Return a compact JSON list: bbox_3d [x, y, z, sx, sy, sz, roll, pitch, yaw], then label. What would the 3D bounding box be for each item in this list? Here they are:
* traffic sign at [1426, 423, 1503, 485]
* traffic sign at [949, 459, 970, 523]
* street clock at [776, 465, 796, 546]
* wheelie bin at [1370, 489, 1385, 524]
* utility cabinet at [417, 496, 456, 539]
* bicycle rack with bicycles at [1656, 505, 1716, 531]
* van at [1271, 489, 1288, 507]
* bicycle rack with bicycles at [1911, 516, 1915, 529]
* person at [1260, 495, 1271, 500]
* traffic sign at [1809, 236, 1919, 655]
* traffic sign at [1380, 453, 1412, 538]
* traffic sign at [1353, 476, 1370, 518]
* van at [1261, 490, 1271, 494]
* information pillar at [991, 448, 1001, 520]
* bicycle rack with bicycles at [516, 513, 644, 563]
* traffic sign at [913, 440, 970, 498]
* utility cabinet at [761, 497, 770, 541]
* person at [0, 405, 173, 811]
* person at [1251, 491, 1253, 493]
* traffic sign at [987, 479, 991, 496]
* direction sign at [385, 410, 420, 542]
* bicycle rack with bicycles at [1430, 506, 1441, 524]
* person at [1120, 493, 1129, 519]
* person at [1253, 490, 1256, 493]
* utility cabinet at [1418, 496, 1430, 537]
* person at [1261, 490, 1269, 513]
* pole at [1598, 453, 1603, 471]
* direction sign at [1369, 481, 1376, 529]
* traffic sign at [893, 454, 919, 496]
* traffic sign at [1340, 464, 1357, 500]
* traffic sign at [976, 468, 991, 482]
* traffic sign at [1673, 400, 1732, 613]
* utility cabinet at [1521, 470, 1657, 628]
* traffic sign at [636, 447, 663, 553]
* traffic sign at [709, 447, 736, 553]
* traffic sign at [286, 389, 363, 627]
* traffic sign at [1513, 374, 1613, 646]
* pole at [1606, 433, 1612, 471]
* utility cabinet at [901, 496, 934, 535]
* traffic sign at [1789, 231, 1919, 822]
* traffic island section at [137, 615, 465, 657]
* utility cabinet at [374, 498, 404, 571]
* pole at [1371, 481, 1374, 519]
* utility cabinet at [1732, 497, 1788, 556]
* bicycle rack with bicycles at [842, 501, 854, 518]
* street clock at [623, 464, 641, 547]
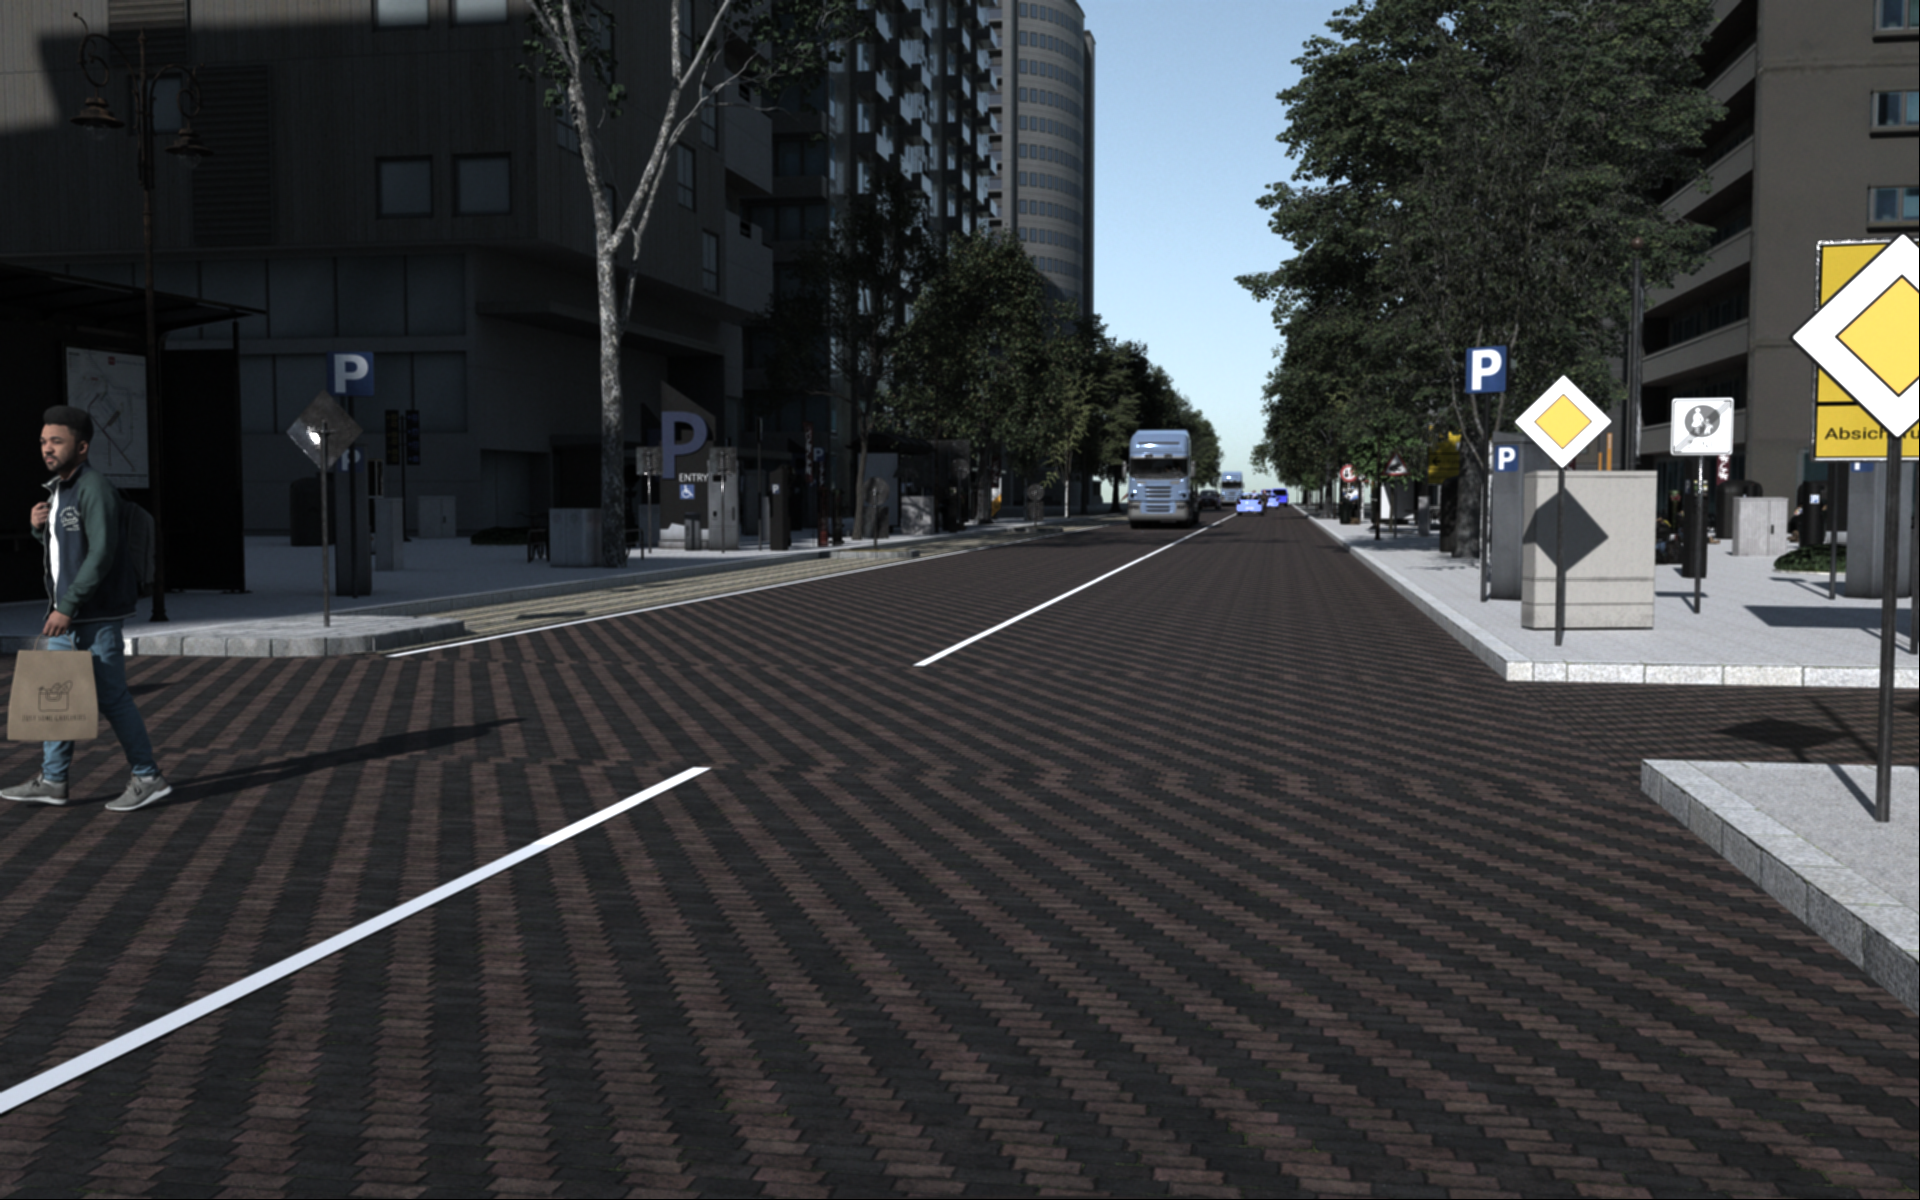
[{"bbox_3d":[14.608,-3.426,49.890,2.265,3.308,0.079,1,4,13],"label":"traffic sign"},{"bbox_3d":[-0.028,-3.795,62.149,0.768,2.556,0.104,1,4,11],"label":"traffic sign"},{"bbox_3d":[-4.296,-2.334,42.737,0.471,2.002,0.358,-2,4,-32],"label":"street clock"},{"bbox_3d":[18.328,-4.135,75.521,0.980,1.594,0.693,3,4,38],"label":"wheelie bin"},{"bbox_3d":[-15.014,-2.358,49.714,1.020,1.237,0.306,-2,4,-24],"label":"utility cabinet"},{"bbox_3d":[24.410,-2.788,58.959,2.852,0.926,2.925,-2,4,-28],"label":"bicycle rack with bicycles"},{"bbox_3d":[36.183,-11.754,196.555,2.240,2.365,5.245,1,4,8],"label":"van"},{"bbox_3d":[29.040,-2.379,52.271,2.852,0.926,2.925,-2,4,-24],"label":"bicycle rack with bicycles"},{"bbox_3d":[27.687,-9.086,157.771,1.217,1.735,0.721,1,4,16],"label":"person"},{"bbox_3d":[7.939,-1.210,13.651,2.265,3.308,0.079,1,4,18],"label":"traffic sign"},{"bbox_3d":[12.625,-3.068,50.166,0.884,2.594,0.081,1,4,20],"label":"traffic sign"},{"bbox_3d":[17.282,-4.588,75.016,0.884,2.594,0.081,1,4,17],"label":"traffic sign"},{"bbox_3d":[42.025,-14.182,236.267,2.240,2.365,5.245,1,4,12],"label":"van"},{"bbox_3d":[1.806,-5.831,86.688,0.504,3.616,0.183,-1,4,-12],"label":"information pillar"},{"bbox_3d":[-7.277,-1.200,32.999,2.852,0.926,2.925,0,4,2],"label":"bicycle rack with bicycles"},{"bbox_3d":[-0.719,-4.373,65.376,2.265,3.308,0.079,1,4,18],"label":"traffic sign"},{"bbox_3d":[-5.238,-2.217,47.406,0.306,1.237,1.020,0,4,2],"label":"utility cabinet"},{"bbox_3d":[-3.941,0.044,7.761,0.713,1.824,0.794,-2,4,-24],"label":"person"},{"bbox_3d":[31.704,-10.900,187.451,1.217,1.736,0.721,-1,4,-21],"label":"person"},{"bbox_3d":[1.377,-5.368,87.865,0.768,2.556,0.104,1,4,13],"label":"traffic sign"},{"bbox_3d":[-15.015,-3.347,46.717,0.876,3.537,0.379,-1,4,-10],"label":"direction sign"},{"bbox_3d":[21.393,-3.740,74.530,2.925,0.926,2.852,1,4,23],"label":"bicycle rack with bicycles"},{"bbox_3d":[9.798,-5.546,99.117,1.348,1.831,0.705,0,4,5],"label":"person"},{"bbox_3d":[22.232,-7.433,130.963,0.436,1.711,0.756,-1,4,-12],"label":"person"},{"bbox_3d":[14.050,-2.526,52.462,0.306,1.237,1.020,1,4,19],"label":"utility cabinet"},{"bbox_3d":[22.905,-7.400,130.042,0.990,1.755,0.434,-3,5,-42],"label":"person"},{"bbox_3d":[31.430,-5.579,85.062,0.158,3.312,0.155,0,3,0],"label":"pole"},{"bbox_3d":[15.324,-4.401,63.949,0.379,3.537,0.876,0,4,7],"label":"direction sign"},{"bbox_3d":[-1.747,-3.415,55.838,0.884,2.594,0.081,1,4,13],"label":"traffic sign"},{"bbox_3d":[16.692,-4.541,74.344,0.768,2.556,0.104,1,4,13],"label":"traffic sign"},{"bbox_3d":[1.091,-4.911,80.407,0.768,2.556,0.104,1,4,16],"label":"traffic sign"},{"bbox_3d":[7.921,-1.004,18.547,0.606,2.300,0.079,1,4,17],"label":"traffic sign"},{"bbox_3d":[5.959,-0.474,16.432,1.173,1.500,0.318,0,4,-5],"label":"utility cabinet"},{"bbox_3d":[-6.699,-2.156,37.376,0.606,2.300,0.079,1,4,12],"label":"traffic sign"},{"bbox_3d":[-5.143,-2.167,37.567,0.606,2.300,0.079,1,4,11],"label":"traffic sign"},{"bbox_3d":[-6.101,-0.795,16.640,0.795,2.450,0.064,1,4,10],"label":"traffic sign"},{"bbox_3d":[5.054,-0.669,14.580,0.795,2.450,0.064,1,4,10],"label":"traffic sign"},{"bbox_3d":[21.711,-3.923,57.991,0.158,3.312,0.155,0,3,0],"label":"pole"},{"bbox_3d":[-1.334,-2.652,54.518,1.020,1.237,0.306,1,4,22],"label":"utility cabinet"},{"bbox_3d":[3.613,-0.189,6.725,0.795,2.450,0.064,1,4,10],"label":"traffic sign"},{"bbox_3d":[-6.126,0.341,16.706,2.009,0.180,2.903,1,4,10],"label":"traffic island section"},{"bbox_3d":[-9.643,-1.106,29.247,0.306,1.237,1.020,0,4,-8],"label":"utility cabinet"},{"bbox_3d":[21.004,-5.765,88.101,0.158,3.312,0.155,0,3,0],"label":"pole"},{"bbox_3d":[16.559,-1.509,35.842,1.020,1.237,0.306,0,4,-1],"label":"utility cabinet"},{"bbox_3d":[-5.168,-4.752,91.070,2.925,0.926,2.852,-3,5,-42],"label":"bicycle rack with bicycles"},{"bbox_3d":[-7.964,-2.279,41.834,0.471,2.002,0.358,-3,4,-36],"label":"street clock"}]
